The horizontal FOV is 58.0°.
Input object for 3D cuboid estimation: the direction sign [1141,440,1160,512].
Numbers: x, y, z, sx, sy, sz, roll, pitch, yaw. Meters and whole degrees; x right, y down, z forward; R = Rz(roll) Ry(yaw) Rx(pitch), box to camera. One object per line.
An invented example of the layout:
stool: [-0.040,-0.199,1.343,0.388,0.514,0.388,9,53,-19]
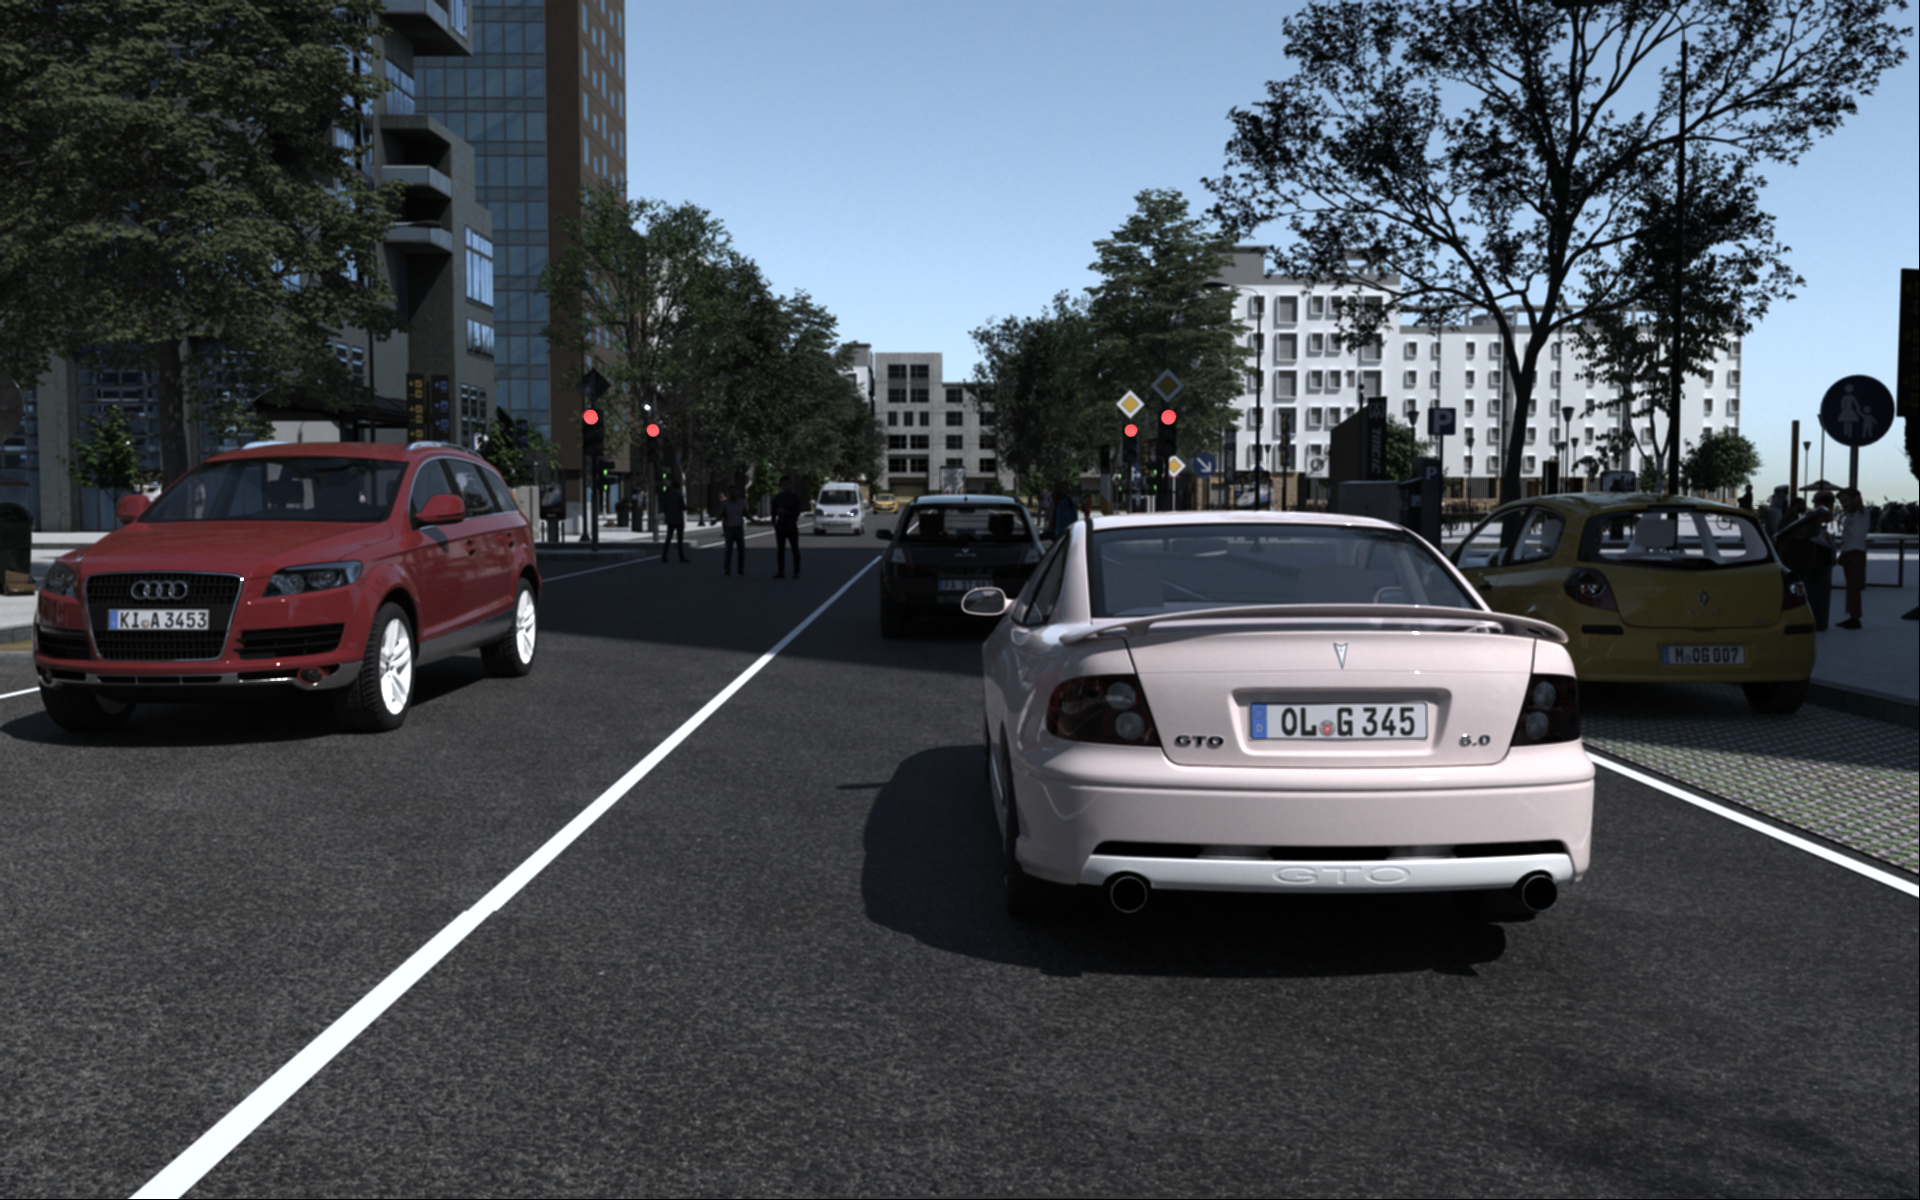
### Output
direction sign: [8.050,-4.947,72.881,0.876,3.537,0.379,-1,4,-13]

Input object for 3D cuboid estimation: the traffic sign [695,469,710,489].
traffic sign: [-10.402,-4.144,69.883,0.606,2.300,0.079,0,4,3]

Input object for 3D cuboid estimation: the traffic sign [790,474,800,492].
traffic sign: [-10.808,-6.851,112.011,0.884,2.594,0.081,0,4,1]

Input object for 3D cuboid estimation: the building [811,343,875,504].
building: [-16.939,-22.468,223.771,11.380,20.091,16.016,0,4,0]

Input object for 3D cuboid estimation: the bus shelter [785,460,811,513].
bus shelter: [-10.913,-7.763,118.215,1.731,3.624,6.357,0,4,0]

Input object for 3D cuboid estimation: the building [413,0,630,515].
building: [-28.443,-27.818,104.938,14.600,45.320,14.200,0,4,0]

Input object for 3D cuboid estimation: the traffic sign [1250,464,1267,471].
traffic sign: [9.985,-3.418,58.016,0.606,2.300,0.079,0,4,4]

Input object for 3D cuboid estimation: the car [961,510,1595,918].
car: [1.053,0.312,7.253,2.083,1.381,4.827,0,4,-1]

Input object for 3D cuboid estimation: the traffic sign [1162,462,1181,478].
traffic sign: [6.961,-3.554,58.120,0.884,2.594,0.081,1,4,9]

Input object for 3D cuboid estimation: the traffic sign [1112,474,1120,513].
traffic sign: [8.768,-5.920,96.892,0.768,2.556,0.104,0,4,3]

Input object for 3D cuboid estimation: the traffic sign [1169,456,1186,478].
traffic sign: [6.967,-3.459,56.281,0.795,2.593,0.064,0,4,3]

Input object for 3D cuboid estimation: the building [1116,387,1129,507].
building: [24.589,-19.877,181.414,16.016,20.091,11.380,0,4,0]

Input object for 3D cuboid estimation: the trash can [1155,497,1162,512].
trash can: [9.163,-4.119,78.998,0.748,1.137,0.748,0,3,0]

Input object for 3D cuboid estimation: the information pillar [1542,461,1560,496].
information pillar: [13.027,-2.062,38.211,0.304,2.012,0.304,0,4,4]

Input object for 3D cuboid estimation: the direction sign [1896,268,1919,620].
direction sign: [9.857,-1.568,17.636,0.876,3.537,0.379,-1,4,-22]

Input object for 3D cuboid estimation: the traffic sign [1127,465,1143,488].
traffic sign: [7.543,-4.583,75.041,0.768,2.556,0.104,0,4,7]

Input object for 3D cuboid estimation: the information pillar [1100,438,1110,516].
information pillar: [5.973,-4.880,71.135,0.183,3.616,0.504,-3,5,-42]

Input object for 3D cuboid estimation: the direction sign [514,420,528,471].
direction sign: [-13.604,-3.729,52.966,0.876,3.537,0.379,1,4,16]

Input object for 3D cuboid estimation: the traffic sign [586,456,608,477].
traffic sign: [-11.117,-3.227,52.868,0.768,2.556,0.104,0,4,5]

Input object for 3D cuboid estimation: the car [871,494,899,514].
car: [-5.369,-7.024,125.069,2.015,1.641,3.980,0,4,0]

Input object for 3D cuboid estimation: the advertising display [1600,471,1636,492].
advertising display: [18.448,-2.655,48.621,0.974,1.923,0.123,0,4,-2]

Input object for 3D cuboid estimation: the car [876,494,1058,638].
car: [0.069,-0.538,18.590,2.009,1.686,4.222,0,4,0]

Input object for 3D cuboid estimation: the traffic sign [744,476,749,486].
traffic sign: [-14.084,-6.873,112.474,0.768,2.556,0.104,0,4,4]

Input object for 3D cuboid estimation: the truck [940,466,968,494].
truck: [-0.649,-11.610,178.734,2.839,4.237,11.283,0,4,1]

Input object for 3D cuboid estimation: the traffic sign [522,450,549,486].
traffic sign: [-12.336,-3.072,50.333,0.768,2.556,0.104,0,4,1]

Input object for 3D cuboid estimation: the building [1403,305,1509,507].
building: [48.385,-19.791,180.002,11.380,20.091,16.016,0,4,0]

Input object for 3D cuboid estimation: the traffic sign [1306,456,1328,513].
traffic sign: [9.449,-2.676,45.887,0.606,2.300,0.079,0,4,7]

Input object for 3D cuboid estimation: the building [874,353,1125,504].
building: [5.032,-21.928,224.981,31.486,18.905,16.747,0,4,0]

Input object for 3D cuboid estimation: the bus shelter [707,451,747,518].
bus shelter: [-12.592,-6.333,94.828,1.731,3.624,6.357,0,4,0]

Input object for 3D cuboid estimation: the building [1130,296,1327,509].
building: [25.539,-17.911,159.295,16.747,18.905,31.486,0,4,0]

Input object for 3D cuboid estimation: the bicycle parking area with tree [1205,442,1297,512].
bicycle parking area with tree: [17.953,-6.777,97.809,9.016,4.147,8.231,1,4,14]

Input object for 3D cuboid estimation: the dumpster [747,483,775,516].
dumpster: [-11.504,-5.958,99.905,1.502,2.255,1.985,0,4,0]

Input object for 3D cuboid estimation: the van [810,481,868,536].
van: [-4.215,-3.283,60.691,2.013,2.044,4.112,0,4,-1]

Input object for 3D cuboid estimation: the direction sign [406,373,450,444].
direction sign: [-10.050,-2.496,32.806,0.379,3.537,0.876,3,5,42]

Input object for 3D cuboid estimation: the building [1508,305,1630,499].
building: [60.275,-19.778,179.791,11.380,20.091,16.016,0,4,0]

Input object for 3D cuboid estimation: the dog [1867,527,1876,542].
dog: [24.180,-1.741,46.209,0.748,0.427,0.550,-1,4,-9]

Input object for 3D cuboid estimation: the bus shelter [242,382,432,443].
bus shelter: [-12.049,-2.464,34.216,2.014,3.302,5.546,0,4,0]

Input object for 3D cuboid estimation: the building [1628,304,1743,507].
building: [71.763,-19.742,179.208,11.380,20.091,16.016,0,4,0]

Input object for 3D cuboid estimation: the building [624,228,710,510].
building: [-35.754,-17.983,138.002,27.936,21.610,32.646,0,4,0]

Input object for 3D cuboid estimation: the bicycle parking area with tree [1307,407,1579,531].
bicycle parking area with tree: [17.716,-4.368,58.419,9.016,4.147,8.231,-3,5,-44]

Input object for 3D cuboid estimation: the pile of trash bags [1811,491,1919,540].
pile of trash bags: [26.058,-2.415,49.233,3.447,1.369,1.912,1,4,9]

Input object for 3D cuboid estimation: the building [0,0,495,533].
building: [-32.753,-46.340,70.338,22.319,86.520,31.000,0,4,0]

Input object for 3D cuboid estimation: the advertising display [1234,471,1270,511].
advertising display: [7.983,-2.579,47.374,0.974,1.923,0.123,1,4,9]

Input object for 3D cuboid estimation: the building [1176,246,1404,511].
building: [25.483,-17.200,137.633,16.016,20.091,11.380,0,4,0]

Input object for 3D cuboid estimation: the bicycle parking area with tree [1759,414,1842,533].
bicycle parking area with tree: [31.577,-4.422,59.294,9.016,4.147,8.231,0,4,-1]

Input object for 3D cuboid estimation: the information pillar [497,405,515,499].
information pillar: [-11.999,-3.328,45.773,0.504,3.616,0.183,1,4,23]

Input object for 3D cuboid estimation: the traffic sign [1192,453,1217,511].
traffic sign: [7.495,-3.249,53.228,0.768,2.556,0.104,0,4,3]

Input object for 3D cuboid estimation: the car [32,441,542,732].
car: [-4.414,-0.211,12.131,2.281,1.827,5.304,0,3,0]

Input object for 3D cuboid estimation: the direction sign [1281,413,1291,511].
direction sign: [9.124,-3.461,48.590,0.379,3.537,0.876,2,4,26]

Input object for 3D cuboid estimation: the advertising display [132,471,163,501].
advertising display: [-22.086,-2.579,47.374,0.974,1.923,0.123,-1,4,-22]

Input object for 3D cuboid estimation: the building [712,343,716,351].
building: [-30.676,-18.571,160.049,16.016,20.091,11.380,0,4,0]

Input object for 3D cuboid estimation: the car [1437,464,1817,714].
car: [4.547,-0.148,12.643,2.015,1.641,3.980,0,4,-2]

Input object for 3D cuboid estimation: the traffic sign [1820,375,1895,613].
traffic sign: [9.608,-1.133,18.633,0.768,2.556,0.104,0,4,4]

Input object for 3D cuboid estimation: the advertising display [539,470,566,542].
advertising display: [-10.863,-2.506,46.181,0.974,1.923,0.123,3,4,38]

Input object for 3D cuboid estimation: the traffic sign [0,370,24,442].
traffic sign: [-9.777,-1.060,17.436,0.768,2.556,0.104,0,4,8]

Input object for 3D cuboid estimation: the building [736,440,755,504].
building: [-38.497,-21.863,223.921,31.486,18.905,16.747,0,4,0]
